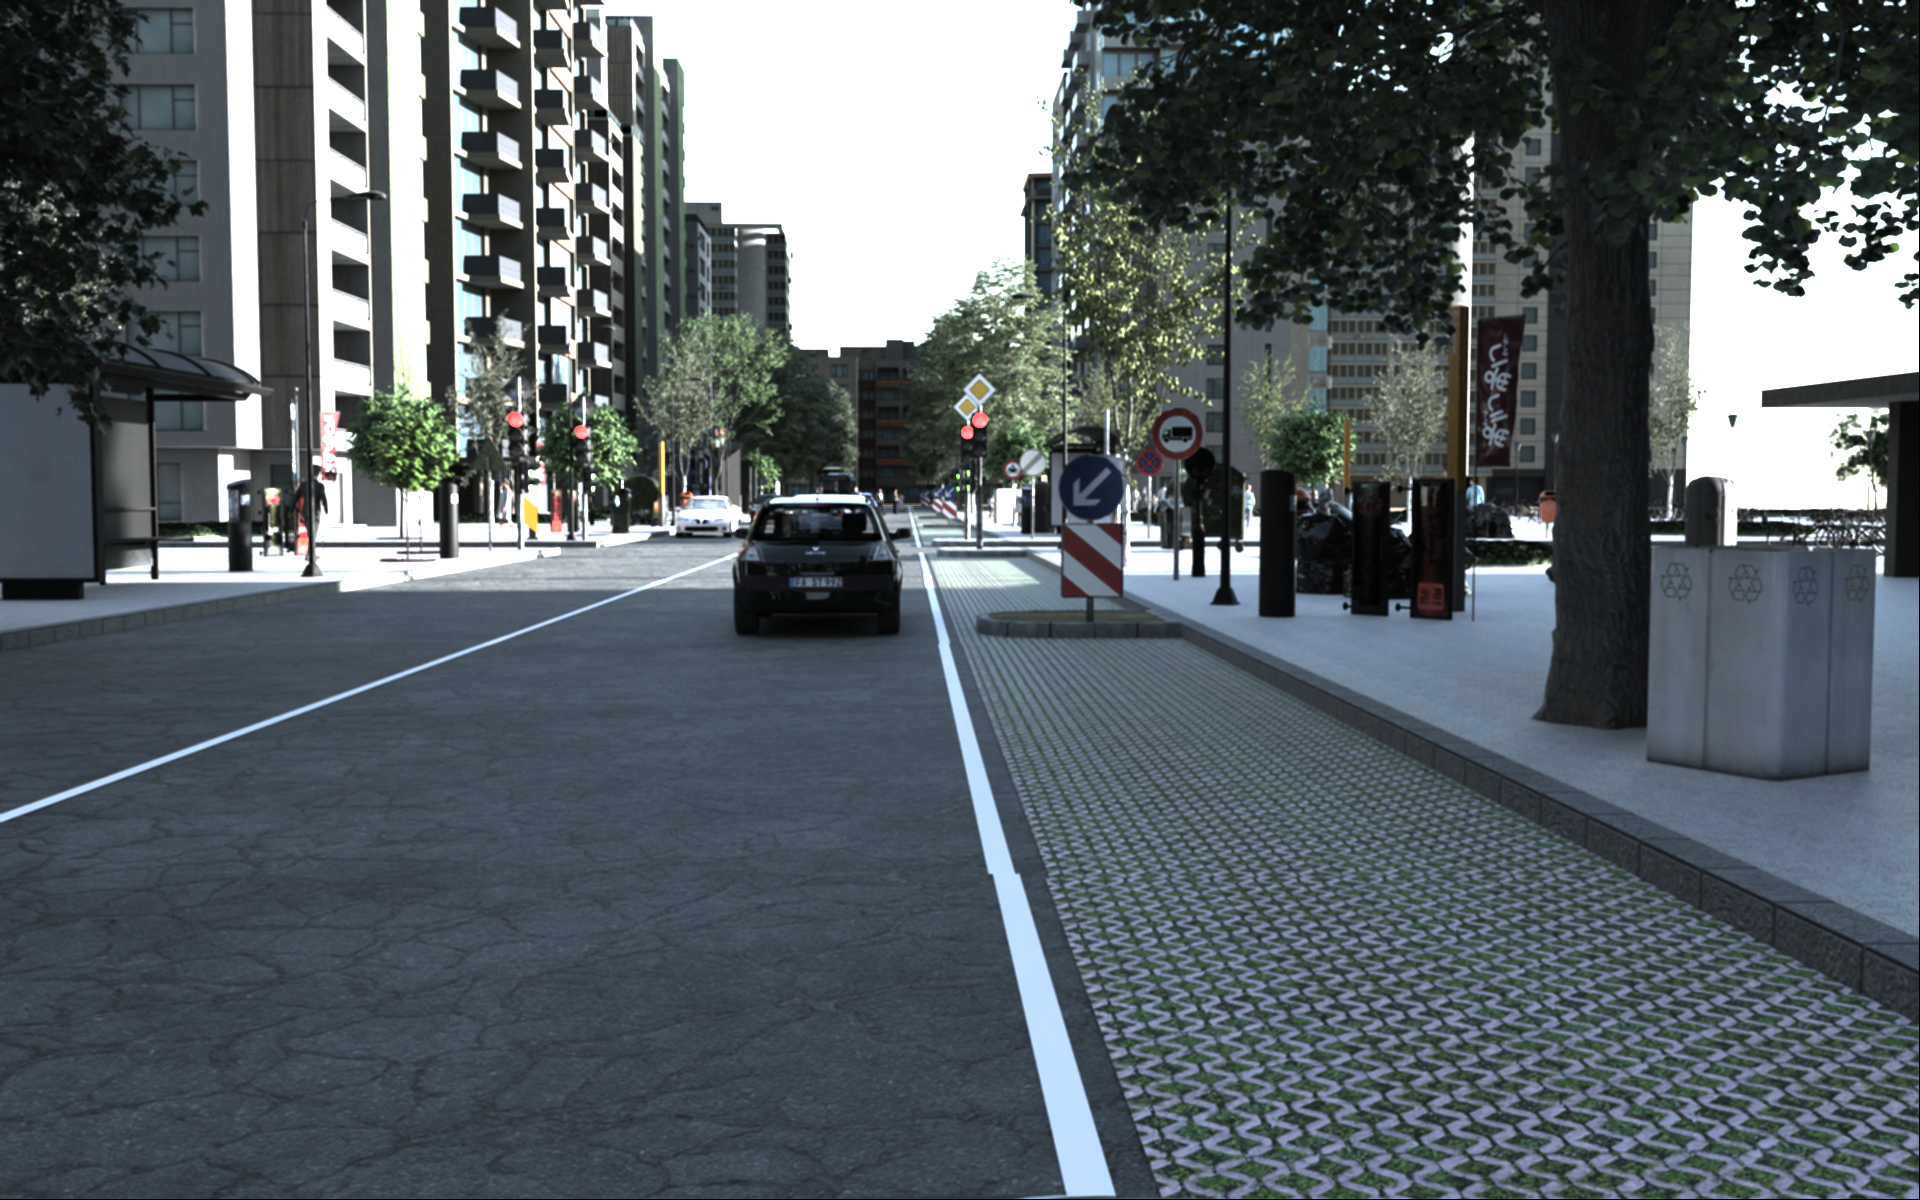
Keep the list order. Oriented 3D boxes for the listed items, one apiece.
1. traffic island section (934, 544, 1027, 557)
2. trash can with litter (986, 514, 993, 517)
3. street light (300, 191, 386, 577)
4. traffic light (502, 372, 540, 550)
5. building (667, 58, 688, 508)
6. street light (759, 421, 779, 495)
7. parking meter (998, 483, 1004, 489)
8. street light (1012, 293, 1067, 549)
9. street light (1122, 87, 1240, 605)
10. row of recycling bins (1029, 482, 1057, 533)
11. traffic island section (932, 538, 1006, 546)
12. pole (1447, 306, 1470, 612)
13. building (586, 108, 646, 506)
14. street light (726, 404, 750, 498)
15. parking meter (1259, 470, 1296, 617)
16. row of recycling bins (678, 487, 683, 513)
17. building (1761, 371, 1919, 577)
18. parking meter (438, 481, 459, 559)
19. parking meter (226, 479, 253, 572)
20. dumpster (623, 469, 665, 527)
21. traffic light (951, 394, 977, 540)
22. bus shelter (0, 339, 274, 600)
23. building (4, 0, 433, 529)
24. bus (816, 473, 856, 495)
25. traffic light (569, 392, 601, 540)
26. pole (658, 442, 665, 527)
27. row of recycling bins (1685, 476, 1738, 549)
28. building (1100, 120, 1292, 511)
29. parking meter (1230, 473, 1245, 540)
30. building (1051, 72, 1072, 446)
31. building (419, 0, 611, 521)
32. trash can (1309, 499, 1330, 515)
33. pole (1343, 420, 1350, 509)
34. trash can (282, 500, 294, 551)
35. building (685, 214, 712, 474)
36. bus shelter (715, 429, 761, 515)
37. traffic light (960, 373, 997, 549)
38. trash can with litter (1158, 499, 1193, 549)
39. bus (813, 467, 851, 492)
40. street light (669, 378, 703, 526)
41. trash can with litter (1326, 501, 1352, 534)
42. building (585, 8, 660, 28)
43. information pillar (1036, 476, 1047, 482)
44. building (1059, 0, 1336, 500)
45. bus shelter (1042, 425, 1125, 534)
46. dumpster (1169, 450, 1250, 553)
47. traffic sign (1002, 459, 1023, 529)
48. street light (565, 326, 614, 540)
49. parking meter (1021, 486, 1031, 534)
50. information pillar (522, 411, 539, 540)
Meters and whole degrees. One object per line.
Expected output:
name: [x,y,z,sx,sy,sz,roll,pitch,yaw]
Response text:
traffic island section: [0.473,-1.104,40.324,2.009,0.180,2.903,0,4,-2]
trash can with litter: [2.131,-5.354,98.597,1.678,1.210,2.233,-2,4,-31]
street light: [-9.504,-3.313,26.706,1.470,5.913,1.316,0,4,-2]
traffic light: [-10.122,-3.116,39.861,0.839,4.253,0.868,0,4,-2]
building: [-32.754,-28.988,157.541,14.154,41.232,14.086,0,4,-2]
street light: [-12.179,-8.403,109.929,1.470,5.913,1.316,0,4,-2]
parking meter: [2.132,-5.173,90.297,0.255,1.863,0.399,0,4,-6]
street light: [1.895,-4.141,40.242,1.470,5.913,1.316,0,4,-2]
street light: [2.545,-2.901,19.970,1.470,5.913,1.316,0,4,-2]
row of recycling bins: [2.811,-3.160,58.783,1.069,1.692,3.534,0,4,6]
traffic island section: [0.222,-1.592,48.305,2.009,0.180,2.903,0,4,-2]
pole: [5.424,-1.533,18.905,0.158,3.312,0.155,0,3,0]
building: [-31.682,-21.881,129.452,14.160,30.474,14.107,0,4,-2]
street light: [-11.535,-7.163,89.658,1.470,5.913,1.316,0,4,-2]
parking meter: [3.332,-0.597,18.165,0.372,1.533,0.369,0,3,0]
row of recycling bins: [-13.821,-4.937,87.826,1.069,1.692,3.534,-1,4,-10]
building: [24.410,-21.945,13.426,22.147,44.769,28.867,0,4,-2]
parking meter: [-10.189,-1.597,34.526,0.372,1.533,0.369,0,3,0]
parking meter: [-11.951,-1.243,28.735,0.372,1.533,0.369,0,3,0]
dumpster: [-12.508,-4.020,68.223,1.502,2.255,1.985,0,4,-2]
traffic light: [0.181,-3.625,48.190,0.839,4.253,0.868,0,4,-2]
bus shelter: [-11.309,-1.809,23.497,2.014,3.302,5.546,0,4,-2]
building: [-28.973,-23.302,64.576,14.154,41.232,14.086,0,4,-2]
bus: [-10.251,-9.198,145.241,2.948,3.499,13.247,0,4,-1]
traffic light: [-10.374,-3.604,47.842,0.839,4.253,0.868,0,4,-2]
pole: [-11.631,-4.504,67.489,0.158,3.312,0.155,0,3,0]
row of recycling bins: [17.377,-2.010,39.984,1.069,1.692,3.534,2,4,27]
building: [17.849,-22.348,137.091,14.160,30.474,14.107,0,4,-2]
parking meter: [7.771,-2.619,48.539,0.399,1.863,0.255,2,4,26]
building: [17.022,-32.480,181.160,14.600,45.320,14.200,0,4,-2]
building: [-31.428,-26.863,93.827,22.147,44.769,28.867,0,4,-2]
trash can: [10.496,-2.404,50.958,0.748,1.137,0.748,0,3,0]
pole: [10.653,-3.298,47.766,0.158,3.312,0.155,0,3,0]
trash can: [-14.810,-1.660,38.790,0.748,1.137,0.748,0,3,0]
building: [-33.262,-24.994,180.354,14.107,30.474,14.160,0,4,-2]
bus shelter: [-13.986,-8.029,108.902,2.179,5.291,8.768,0,4,-2]
traffic light: [0.433,-3.137,40.209,0.839,4.253,0.868,0,4,-2]
trash can with litter: [5.164,-1.783,40.540,1.055,1.170,0.624,2,4,32]
bus: [-11.541,-10.270,159.460,2.896,3.916,12.252,0,4,0]
street light: [-10.959,-5.923,69.384,1.470,5.913,1.316,0,4,-2]
trash can with litter: [6.142,-0.938,26.731,1.055,1.170,0.624,3,4,36]
building: [-32.483,-28.128,143.483,14.154,41.232,14.086,0,4,-2]
information pillar: [3.240,-3.942,68.949,0.304,2.012,0.304,3,5,40]
building: [20.907,-32.982,158.871,23.786,49.044,30.456,0,4,-2]
bus shelter: [3.741,-3.646,53.537,2.014,3.302,5.546,0,4,-2]
dumpster: [5.557,-2.209,38.607,1.502,2.255,1.985,0,4,-2]
traffic sign: [1.942,-3.880,63.549,0.768,2.556,0.104,0,4,7]
street light: [-10.238,-4.611,47.934,1.470,5.913,1.316,0,4,-2]
parking meter: [2.167,-2.910,55.982,0.372,1.533,0.369,0,3,0]
information pillar: [-12.101,-3.499,48.569,0.504,3.616,0.183,-1,4,-16]
